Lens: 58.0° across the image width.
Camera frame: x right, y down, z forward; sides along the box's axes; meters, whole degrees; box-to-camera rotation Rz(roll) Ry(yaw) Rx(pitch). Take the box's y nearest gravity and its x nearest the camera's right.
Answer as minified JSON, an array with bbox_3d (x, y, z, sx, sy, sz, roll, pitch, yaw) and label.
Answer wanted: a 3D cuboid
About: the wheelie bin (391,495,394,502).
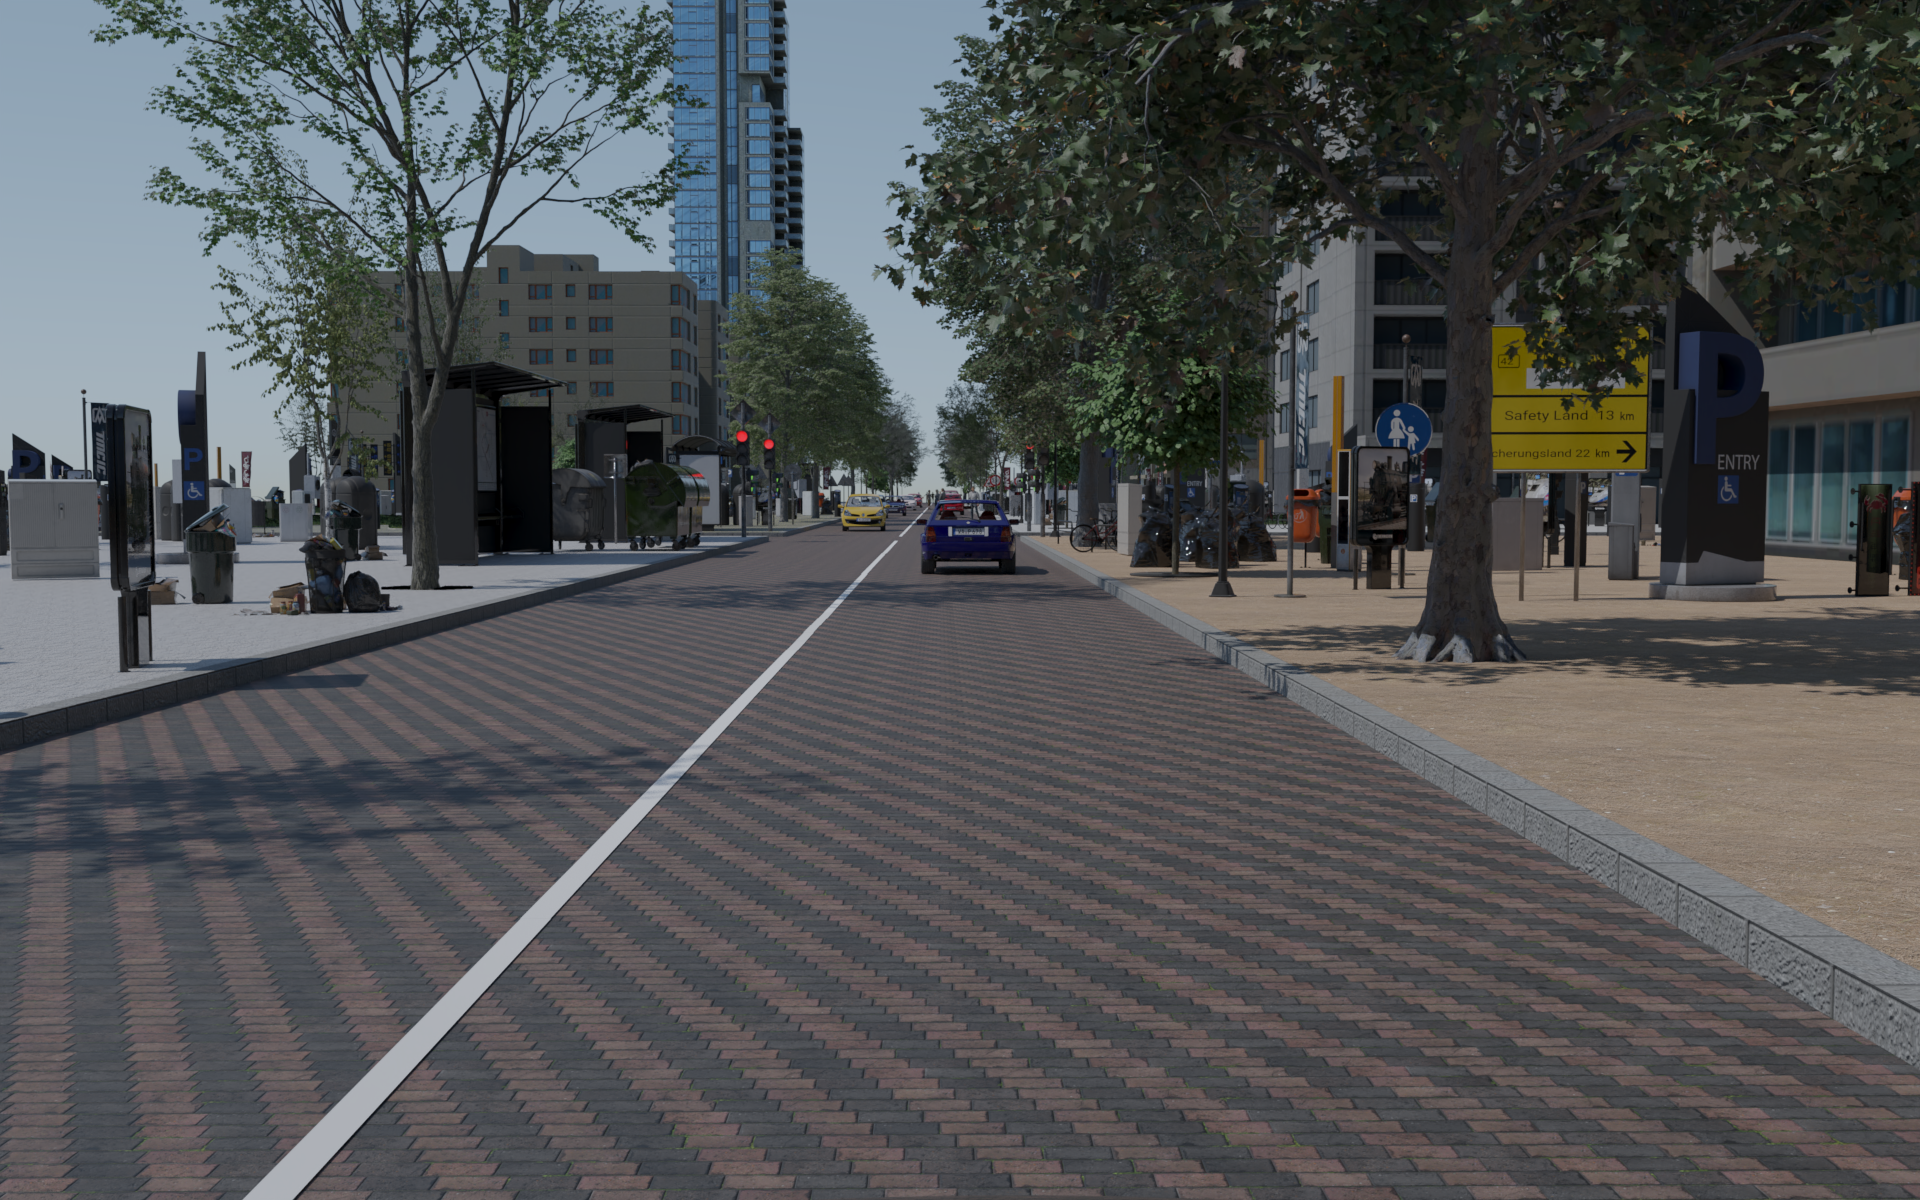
[{"bbox_3d":[-27.062,-4.657,84.043,0.980,1.594,0.693,-2,4,-30],"label":"wheelie bin"}]

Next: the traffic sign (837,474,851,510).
[{"bbox_3d":[-7.283,-6.647,108.683,0.884,2.594,0.081,0,4,5],"label":"traffic sign"}]

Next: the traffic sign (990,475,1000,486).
[{"bbox_3d":[2.303,-6.885,112.673,0.768,2.556,0.104,0,4,0],"label":"traffic sign"}]

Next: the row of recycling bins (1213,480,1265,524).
[{"bbox_3d":[8.264,-2.661,50.627,1.069,1.692,3.534,0,4,0],"label":"row of recycling bins"}]

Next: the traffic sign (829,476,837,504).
[{"bbox_3d":[-8.902,-7.358,120.314,0.884,2.594,0.081,0,4,4],"label":"traffic sign"}]

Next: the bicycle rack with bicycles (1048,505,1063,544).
[{"bbox_3d":[3.631,-1.870,43.958,2.852,0.926,2.925,0,4,-7],"label":"bicycle rack with bicycles"}]

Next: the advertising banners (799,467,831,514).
[{"bbox_3d":[-9.287,-7.028,111.100,2.074,3.025,0.090,-1,4,-19],"label":"advertising banners"}]

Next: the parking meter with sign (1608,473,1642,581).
[{"bbox_3d":[10.126,-1.842,26.376,0.543,3.016,1.738,1,4,21],"label":"parking meter with sign"}]

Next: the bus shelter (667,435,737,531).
[{"bbox_3d":[-9.023,-4.161,61.949,2.014,3.302,5.546,0,4,-1],"label":"bus shelter"}]

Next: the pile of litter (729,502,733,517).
[{"bbox_3d":[-12.610,-5.103,97.399,1.176,0.858,1.719,0,4,4],"label":"pile of litter"}]

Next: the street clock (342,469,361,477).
[{"bbox_3d":[-17.608,-2.789,50.174,0.471,2.002,0.358,1,4,13],"label":"street clock"}]

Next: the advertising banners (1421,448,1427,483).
[{"bbox_3d":[11.018,-2.955,44.499,2.074,3.025,0.090,1,4,13],"label":"advertising banners"}]

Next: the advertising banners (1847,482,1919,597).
[{"bbox_3d":[12.144,-1.563,21.743,2.074,3.025,0.090,-1,4,-10],"label":"advertising banners"}]

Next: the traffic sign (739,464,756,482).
[{"bbox_3d":[-8.885,-4.435,72.614,0.768,2.556,0.104,1,4,9],"label":"traffic sign"}]

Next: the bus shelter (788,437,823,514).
[{"bbox_3d":[-10.694,-8.589,118.065,2.179,5.291,8.768,0,4,-1],"label":"bus shelter"}]

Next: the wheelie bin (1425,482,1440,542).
[{"bbox_3d":[12.749,-2.327,45.952,0.693,1.594,0.980,-1,4,-12],"label":"wheelie bin"}]

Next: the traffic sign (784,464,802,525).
[{"bbox_3d":[-7.005,-4.429,72.528,0.768,2.556,0.104,0,4,6],"label":"traffic sign"}]

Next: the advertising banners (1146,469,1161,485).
[{"bbox_3d":[13.872,-7.797,123.675,0.090,3.025,2.074,-2,4,-24],"label":"advertising banners"}]

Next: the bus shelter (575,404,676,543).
[{"bbox_3d":[-9.254,-3.490,48.341,1.731,3.624,6.357,0,4,-1],"label":"bus shelter"}]

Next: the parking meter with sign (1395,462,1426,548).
[{"bbox_3d":[10.786,-2.782,41.751,0.543,3.016,1.738,0,4,-5],"label":"parking meter with sign"}]

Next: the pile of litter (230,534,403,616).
[{"bbox_3d":[-6.988,-0.299,18.854,1.719,0.858,1.176,-1,4,-14],"label":"pile of litter"}]

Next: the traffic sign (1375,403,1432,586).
[{"bbox_3d":[6.190,-1.476,24.243,0.768,2.556,0.104,1,4,8],"label":"traffic sign"}]

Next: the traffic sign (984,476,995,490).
[{"bbox_3d":[2.116,-7.541,123.291,0.884,2.594,0.081,0,4,3],"label":"traffic sign"}]

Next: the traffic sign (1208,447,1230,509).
[{"bbox_3d":[5.110,-2.157,35.366,0.768,2.556,0.104,0,4,6],"label":"traffic sign"}]

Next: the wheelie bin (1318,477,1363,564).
[{"bbox_3d":[6.996,-1.461,31.791,0.980,1.594,0.693,3,5,43],"label":"wheelie bin"}]

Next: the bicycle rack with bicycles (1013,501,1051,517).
[{"bbox_3d":[4.037,-5.101,96.791,2.852,0.926,2.925,0,4,4],"label":"bicycle rack with bicycles"}]

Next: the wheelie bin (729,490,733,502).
[{"bbox_3d":[-16.239,-6.851,119.914,0.980,1.594,0.693,-2,4,-29],"label":"wheelie bin"}]

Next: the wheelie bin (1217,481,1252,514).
[{"bbox_3d":[6.891,-2.182,43.576,0.980,1.594,0.693,3,5,43],"label":"wheelie bin"}]

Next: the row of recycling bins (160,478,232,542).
[{"bbox_3d":[-20.643,-2.425,46.765,1.069,1.692,3.534,-3,5,-44],"label":"row of recycling bins"}]

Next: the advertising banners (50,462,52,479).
[{"bbox_3d":[-48.153,-5.839,91.657,0.090,3.025,2.074,-2,4,-30],"label":"advertising banners"}]

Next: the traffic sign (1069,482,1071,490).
[{"bbox_3d":[5.305,-5.098,83.451,0.768,2.556,0.104,0,4,4],"label":"traffic sign"}]

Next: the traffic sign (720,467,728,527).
[{"bbox_3d":[-9.189,-3.937,66.493,0.606,2.300,0.079,0,4,5],"label":"traffic sign"}]

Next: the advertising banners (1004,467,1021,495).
[{"bbox_3d":[3.779,-7.079,111.927,2.074,3.025,0.090,0,4,6],"label":"advertising banners"}]

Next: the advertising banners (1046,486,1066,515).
[{"bbox_3d":[5.883,-6.748,106.515,2.074,3.025,0.090,2,4,34],"label":"advertising banners"}]

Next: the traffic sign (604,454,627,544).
[{"bbox_3d":[-8.846,-2.590,44.475,0.606,2.300,0.079,0,4,4],"label":"traffic sign"}]

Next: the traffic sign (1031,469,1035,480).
[{"bbox_3d":[3.669,-4.920,80.541,0.768,2.556,0.104,0,4,3],"label":"traffic sign"}]

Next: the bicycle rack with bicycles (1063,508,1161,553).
[{"bbox_3d":[4.106,-1.546,38.663,2.925,0.926,2.852,1,4,16],"label":"bicycle rack with bicycles"}]

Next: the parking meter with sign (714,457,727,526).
[{"bbox_3d":[-10.125,-4.430,68.695,0.543,3.016,1.738,2,4,30],"label":"parking meter with sign"}]

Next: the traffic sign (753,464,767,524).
[{"bbox_3d":[-8.650,-4.555,74.482,0.884,2.594,0.081,0,3,0],"label":"traffic sign"}]

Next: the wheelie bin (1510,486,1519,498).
[{"bbox_3d":[32.510,-5.658,100.411,0.980,1.594,0.693,-3,4,-37],"label":"wheelie bin"}]

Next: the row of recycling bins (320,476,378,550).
[{"bbox_3d":[-14.573,-2.079,41.103,1.069,1.692,3.534,-2,4,-27],"label":"row of recycling bins"}]

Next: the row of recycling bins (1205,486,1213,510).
[{"bbox_3d":[15.551,-5.853,102.805,3.534,1.692,1.069,2,4,24],"label":"row of recycling bins"}]

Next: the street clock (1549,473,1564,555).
[{"bbox_3d":[12.550,-1.955,36.541,0.358,2.002,0.471,1,4,12],"label":"street clock"}]

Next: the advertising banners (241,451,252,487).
[{"bbox_3d":[-29.791,-4.565,70.820,2.074,3.025,0.090,1,4,16],"label":"advertising banners"}]

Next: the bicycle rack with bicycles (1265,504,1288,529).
[{"bbox_3d":[12.400,-3.068,63.548,2.852,0.926,2.925,-1,4,-17],"label":"bicycle rack with bicycles"}]

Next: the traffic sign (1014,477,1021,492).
[{"bbox_3d":[4.124,-7.321,119.806,0.768,2.556,0.104,0,4,4],"label":"traffic sign"}]

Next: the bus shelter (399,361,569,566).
[{"bbox_3d":[-9.121,-2.598,33.757,1.731,3.624,6.357,0,4,-1],"label":"bus shelter"}]

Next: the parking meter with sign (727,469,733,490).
[{"bbox_3d":[-16.607,-7.680,121.836,0.543,3.016,1.738,1,4,18],"label":"parking meter with sign"}]

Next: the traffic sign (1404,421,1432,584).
[{"bbox_3d":[6.341,-1.508,24.765,0.768,2.556,0.104,0,4,6],"label":"traffic sign"}]

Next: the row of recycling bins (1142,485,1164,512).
[{"bbox_3d":[9.636,-4.488,80.495,3.534,1.692,1.069,-3,5,-40],"label":"row of recycling bins"}]

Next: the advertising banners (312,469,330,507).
[{"bbox_3d":[-44.737,-7.630,120.932,2.074,3.025,0.090,-3,5,-44],"label":"advertising banners"}]

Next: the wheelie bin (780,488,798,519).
[{"bbox_3d":[-8.702,-4.880,87.702,0.980,1.594,0.693,-3,5,-40],"label":"wheelie bin"}]

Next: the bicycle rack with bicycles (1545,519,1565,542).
[{"bbox_3d":[15.218,-2.033,46.616,2.852,0.926,2.925,-2,4,-29],"label":"bicycle rack with bicycles"}]

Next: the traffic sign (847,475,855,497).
[{"bbox_3d":[-7.506,-7.129,116.564,0.884,2.594,0.081,0,4,0],"label":"traffic sign"}]

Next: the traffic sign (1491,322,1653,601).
[{"bbox_3d":[7.057,-1.638,20.653,2.265,3.308,0.079,0,4,4],"label":"traffic sign"}]

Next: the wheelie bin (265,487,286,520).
[{"bbox_3d":[-28.724,-3.964,72.716,0.693,1.594,0.980,-3,5,-45],"label":"wheelie bin"}]
